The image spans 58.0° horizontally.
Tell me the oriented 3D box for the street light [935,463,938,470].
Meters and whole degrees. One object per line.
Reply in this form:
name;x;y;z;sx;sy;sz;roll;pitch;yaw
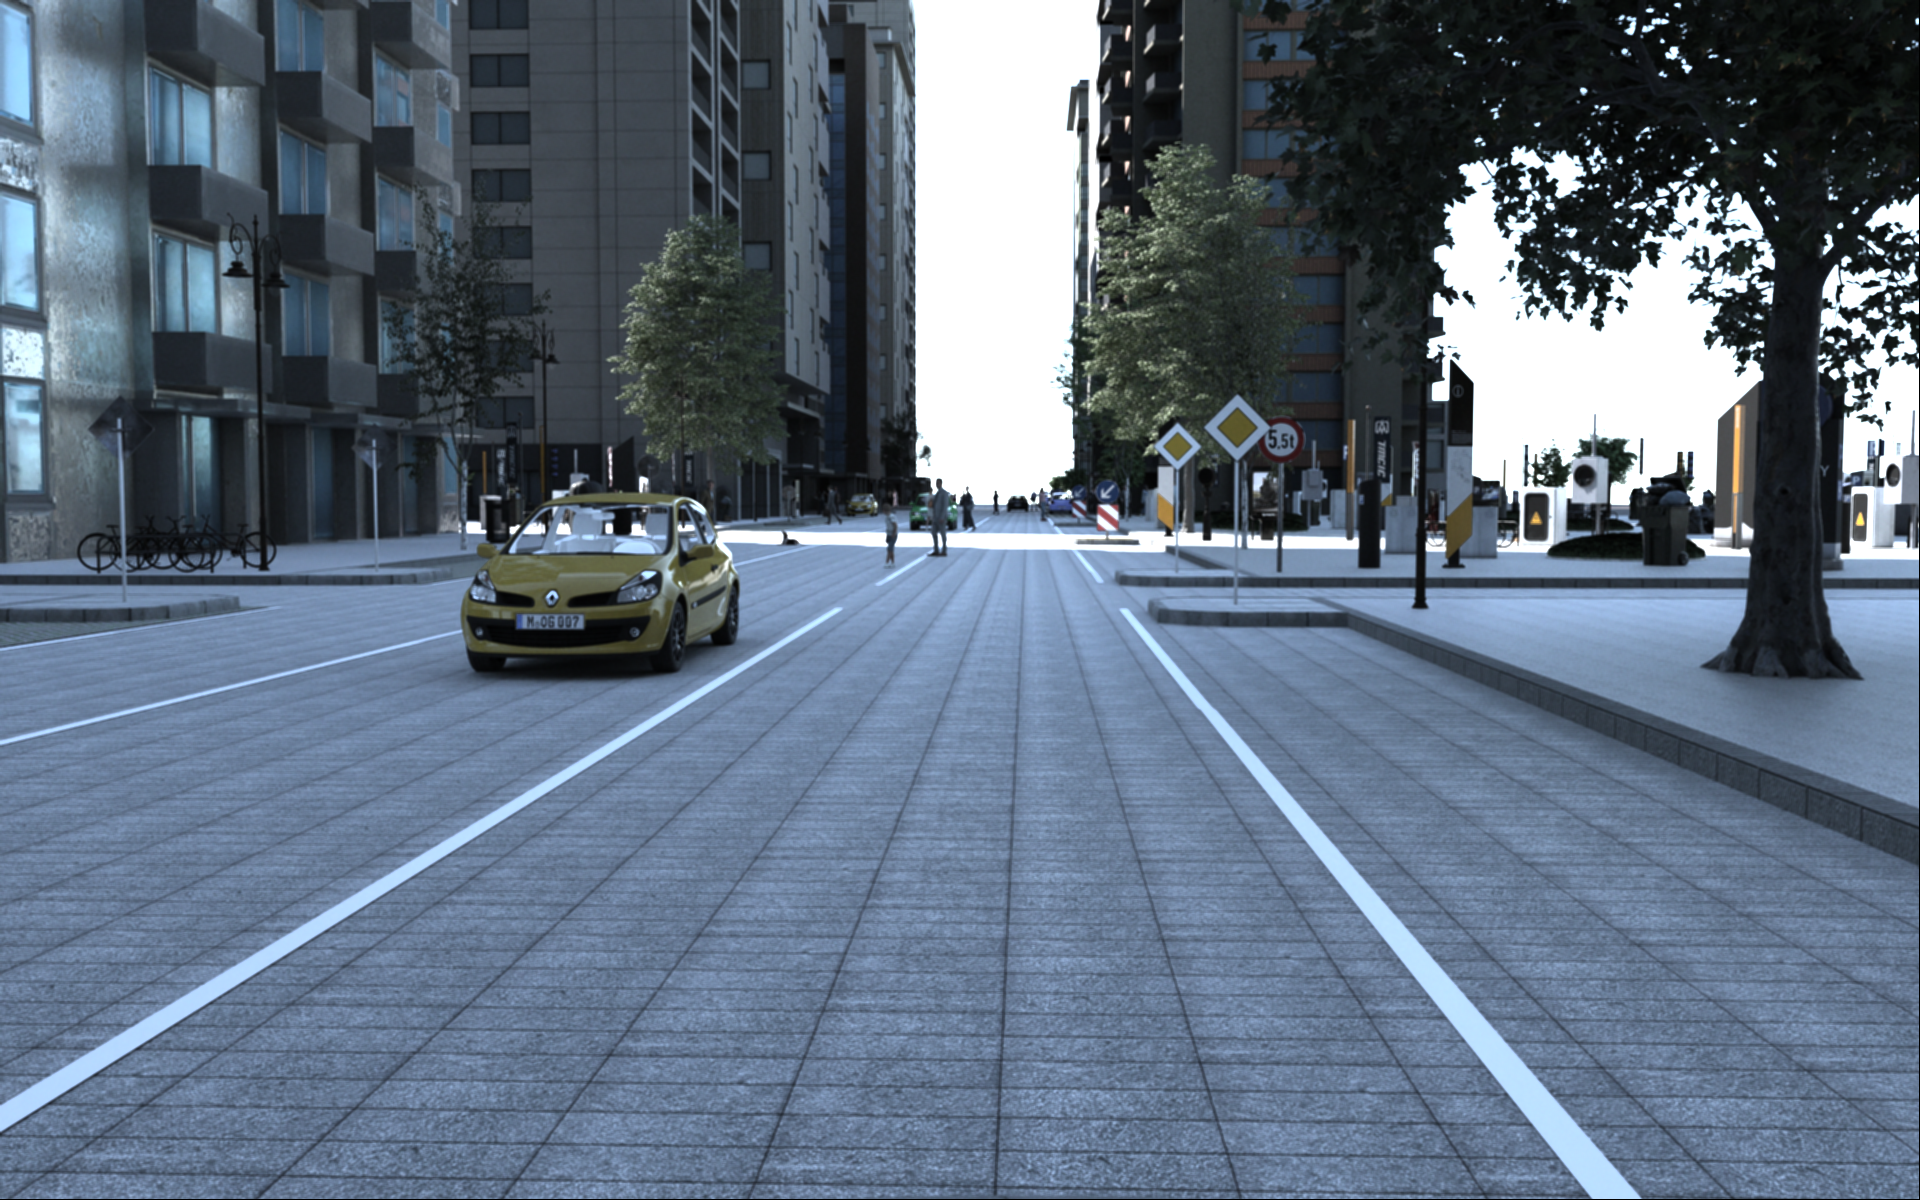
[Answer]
street light;-3.326;-16.412;241.120;0.468;5.910;1.993;0;4;2

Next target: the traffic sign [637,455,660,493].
traffic sign;-10.243;-3.480;57.010;0.768;2.556;0.104;0;4;4

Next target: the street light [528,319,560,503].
street light;-11.018;-4.479;46.017;0.468;5.910;1.993;0;4;2

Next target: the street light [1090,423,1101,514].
street light;8.709;-8.390;109.957;0.468;5.910;1.993;0;4;2

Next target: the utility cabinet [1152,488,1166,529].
utility cabinet;7.406;-3.383;63.992;0.318;1.500;1.173;0;4;1

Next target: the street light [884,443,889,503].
street light;-6.647;-11.242;156.598;0.468;5.910;1.993;0;4;2

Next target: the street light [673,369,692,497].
street light;-10.254;-5.580;64.017;0.468;5.910;1.993;0;4;2

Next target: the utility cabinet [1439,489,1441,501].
utility cabinet;19.763;-3.856;71.721;0.318;1.500;1.173;1;4;15

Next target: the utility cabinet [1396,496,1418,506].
utility cabinet;15.564;-3.007;60.318;0.306;1.237;1.020;-1;4;-14

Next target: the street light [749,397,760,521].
street light;-9.582;-6.618;80.993;0.468;5.910;1.993;0;4;2

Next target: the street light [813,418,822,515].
street light;-8.632;-8.107;105.335;0.468;5.910;1.993;0;4;2

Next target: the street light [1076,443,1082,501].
street light;10.160;-10.508;144.590;0.468;5.910;1.993;0;4;2

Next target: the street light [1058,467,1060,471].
street light;13.424;-15.516;226.480;0.468;5.910;1.993;0;4;2

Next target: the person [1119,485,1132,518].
person;8.991;-5.339;93.734;0.661;1.777;0.834;-1;4;-22

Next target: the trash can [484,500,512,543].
trash can;-12.048;-2.049;45.159;0.748;1.137;0.748;0;3;0

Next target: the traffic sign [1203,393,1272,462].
traffic sign;3.222;-1.092;20.048;0.795;2.593;0.064;0;4;2

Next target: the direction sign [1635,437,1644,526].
direction sign;27.141;-4.711;69.029;0.379;3.537;0.876;2;4;31

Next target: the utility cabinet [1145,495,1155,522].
utility cabinet;9.045;-4.239;80.464;1.020;1.237;0.306;-3;5;-45

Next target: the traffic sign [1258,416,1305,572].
traffic sign;5.262;-1.733;28.448;0.768;2.556;0.104;0;4;3

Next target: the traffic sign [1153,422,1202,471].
traffic sign;3.535;-1.580;28.027;0.795;2.593;0.064;0;4;2

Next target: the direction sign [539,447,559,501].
direction sign;-19.574;-5.537;82.526;0.876;3.537;0.379;0;4;-7

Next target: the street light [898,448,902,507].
street light;-5.980;-12.321;174.228;0.468;5.910;1.993;0;4;2

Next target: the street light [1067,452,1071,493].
street light;11.524;-12.584;178.541;0.468;5.910;1.993;0;4;2

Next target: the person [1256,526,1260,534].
person;9.690;-2.734;55.014;0.640;1.303;0.475;-3;5;-42

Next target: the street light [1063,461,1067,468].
street light;11.932;-13.422;192.239;0.468;5.910;1.993;0;4;2

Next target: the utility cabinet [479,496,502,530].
utility cabinet;-16.906;-3.136;62.431;0.306;1.237;1.020;1;4;15

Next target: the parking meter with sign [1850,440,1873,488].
parking meter with sign;28.628;-3.596;55.048;1.738;3.016;0.543;-2;4;-34

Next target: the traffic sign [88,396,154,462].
traffic sign;-9.961;-1.125;20.584;0.795;2.593;0.064;0;4;2

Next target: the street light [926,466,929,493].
street light;-4.071;-15.305;223.015;0.468;5.910;1.993;0;4;2

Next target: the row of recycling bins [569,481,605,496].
row of recycling bins;-12.104;-2.990;55.995;1.069;1.692;3.534;-1;4;-18

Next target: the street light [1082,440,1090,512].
street light;9.457;-9.446;127.222;0.468;5.910;1.993;0;4;2

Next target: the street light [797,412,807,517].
street light;-8.939;-7.656;97.970;0.468;5.910;1.993;0;4;2

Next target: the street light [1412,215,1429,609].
street light;5.176;-2.845;19.301;0.468;5.910;1.993;0;4;2

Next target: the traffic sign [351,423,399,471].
traffic sign;-9.648;-1.613;28.563;0.795;2.593;0.064;0;4;2

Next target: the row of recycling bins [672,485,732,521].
row of recycling bins;-12.340;-4.575;81.910;3.534;1.692;1.069;2;4;27

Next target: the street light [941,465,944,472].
street light;-2.669;-17.497;258.861;0.468;5.910;1.993;0;4;2

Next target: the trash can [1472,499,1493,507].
trash can;14.740;-2.295;49.170;0.748;1.137;0.748;0;3;0

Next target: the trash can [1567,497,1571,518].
trash can;26.925;-3.931;75.930;0.748;1.137;0.748;0;3;0

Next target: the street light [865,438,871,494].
street light;-7.383;-10.191;139.412;0.468;5.910;1.993;0;4;2

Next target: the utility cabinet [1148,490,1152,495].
utility cabinet;9.475;-4.539;82.885;1.173;1.500;0.318;-3;5;-43

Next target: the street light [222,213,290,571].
street light;-11.650;-3.427;28.818;0.468;5.910;1.993;0;4;2

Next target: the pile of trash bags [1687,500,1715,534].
pile of trash bags;24.016;-2.800;55.539;1.912;1.369;3.447;0;4;-3

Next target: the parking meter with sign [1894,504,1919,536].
parking meter with sign;29.234;-3.498;53.455;1.738;3.016;0.543;1;4;19

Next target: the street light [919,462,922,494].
street light;-4.726;-14.241;205.629;0.468;5.910;1.993;0;4;2

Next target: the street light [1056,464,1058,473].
street light;13.929;-16.585;243.951;0.468;5.910;1.993;0;4;2

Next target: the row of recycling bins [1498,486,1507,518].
row of recycling bins;24.480;-4.539;81.326;1.069;1.692;3.534;-1;4;-16

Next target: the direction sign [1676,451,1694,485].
direction sign;37.923;-6.033;90.638;0.876;3.537;0.379;3;5;40

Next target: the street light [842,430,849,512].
street light;-8.067;-9.153;122.437;0.468;5.910;1.993;0;4;2

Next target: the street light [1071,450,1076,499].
street light;10.880;-11.546;161.564;0.468;5.910;1.993;0;4;2

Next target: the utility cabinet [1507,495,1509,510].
utility cabinet;31.915;-5.549;101.883;0.306;1.237;1.020;0;4;-8
